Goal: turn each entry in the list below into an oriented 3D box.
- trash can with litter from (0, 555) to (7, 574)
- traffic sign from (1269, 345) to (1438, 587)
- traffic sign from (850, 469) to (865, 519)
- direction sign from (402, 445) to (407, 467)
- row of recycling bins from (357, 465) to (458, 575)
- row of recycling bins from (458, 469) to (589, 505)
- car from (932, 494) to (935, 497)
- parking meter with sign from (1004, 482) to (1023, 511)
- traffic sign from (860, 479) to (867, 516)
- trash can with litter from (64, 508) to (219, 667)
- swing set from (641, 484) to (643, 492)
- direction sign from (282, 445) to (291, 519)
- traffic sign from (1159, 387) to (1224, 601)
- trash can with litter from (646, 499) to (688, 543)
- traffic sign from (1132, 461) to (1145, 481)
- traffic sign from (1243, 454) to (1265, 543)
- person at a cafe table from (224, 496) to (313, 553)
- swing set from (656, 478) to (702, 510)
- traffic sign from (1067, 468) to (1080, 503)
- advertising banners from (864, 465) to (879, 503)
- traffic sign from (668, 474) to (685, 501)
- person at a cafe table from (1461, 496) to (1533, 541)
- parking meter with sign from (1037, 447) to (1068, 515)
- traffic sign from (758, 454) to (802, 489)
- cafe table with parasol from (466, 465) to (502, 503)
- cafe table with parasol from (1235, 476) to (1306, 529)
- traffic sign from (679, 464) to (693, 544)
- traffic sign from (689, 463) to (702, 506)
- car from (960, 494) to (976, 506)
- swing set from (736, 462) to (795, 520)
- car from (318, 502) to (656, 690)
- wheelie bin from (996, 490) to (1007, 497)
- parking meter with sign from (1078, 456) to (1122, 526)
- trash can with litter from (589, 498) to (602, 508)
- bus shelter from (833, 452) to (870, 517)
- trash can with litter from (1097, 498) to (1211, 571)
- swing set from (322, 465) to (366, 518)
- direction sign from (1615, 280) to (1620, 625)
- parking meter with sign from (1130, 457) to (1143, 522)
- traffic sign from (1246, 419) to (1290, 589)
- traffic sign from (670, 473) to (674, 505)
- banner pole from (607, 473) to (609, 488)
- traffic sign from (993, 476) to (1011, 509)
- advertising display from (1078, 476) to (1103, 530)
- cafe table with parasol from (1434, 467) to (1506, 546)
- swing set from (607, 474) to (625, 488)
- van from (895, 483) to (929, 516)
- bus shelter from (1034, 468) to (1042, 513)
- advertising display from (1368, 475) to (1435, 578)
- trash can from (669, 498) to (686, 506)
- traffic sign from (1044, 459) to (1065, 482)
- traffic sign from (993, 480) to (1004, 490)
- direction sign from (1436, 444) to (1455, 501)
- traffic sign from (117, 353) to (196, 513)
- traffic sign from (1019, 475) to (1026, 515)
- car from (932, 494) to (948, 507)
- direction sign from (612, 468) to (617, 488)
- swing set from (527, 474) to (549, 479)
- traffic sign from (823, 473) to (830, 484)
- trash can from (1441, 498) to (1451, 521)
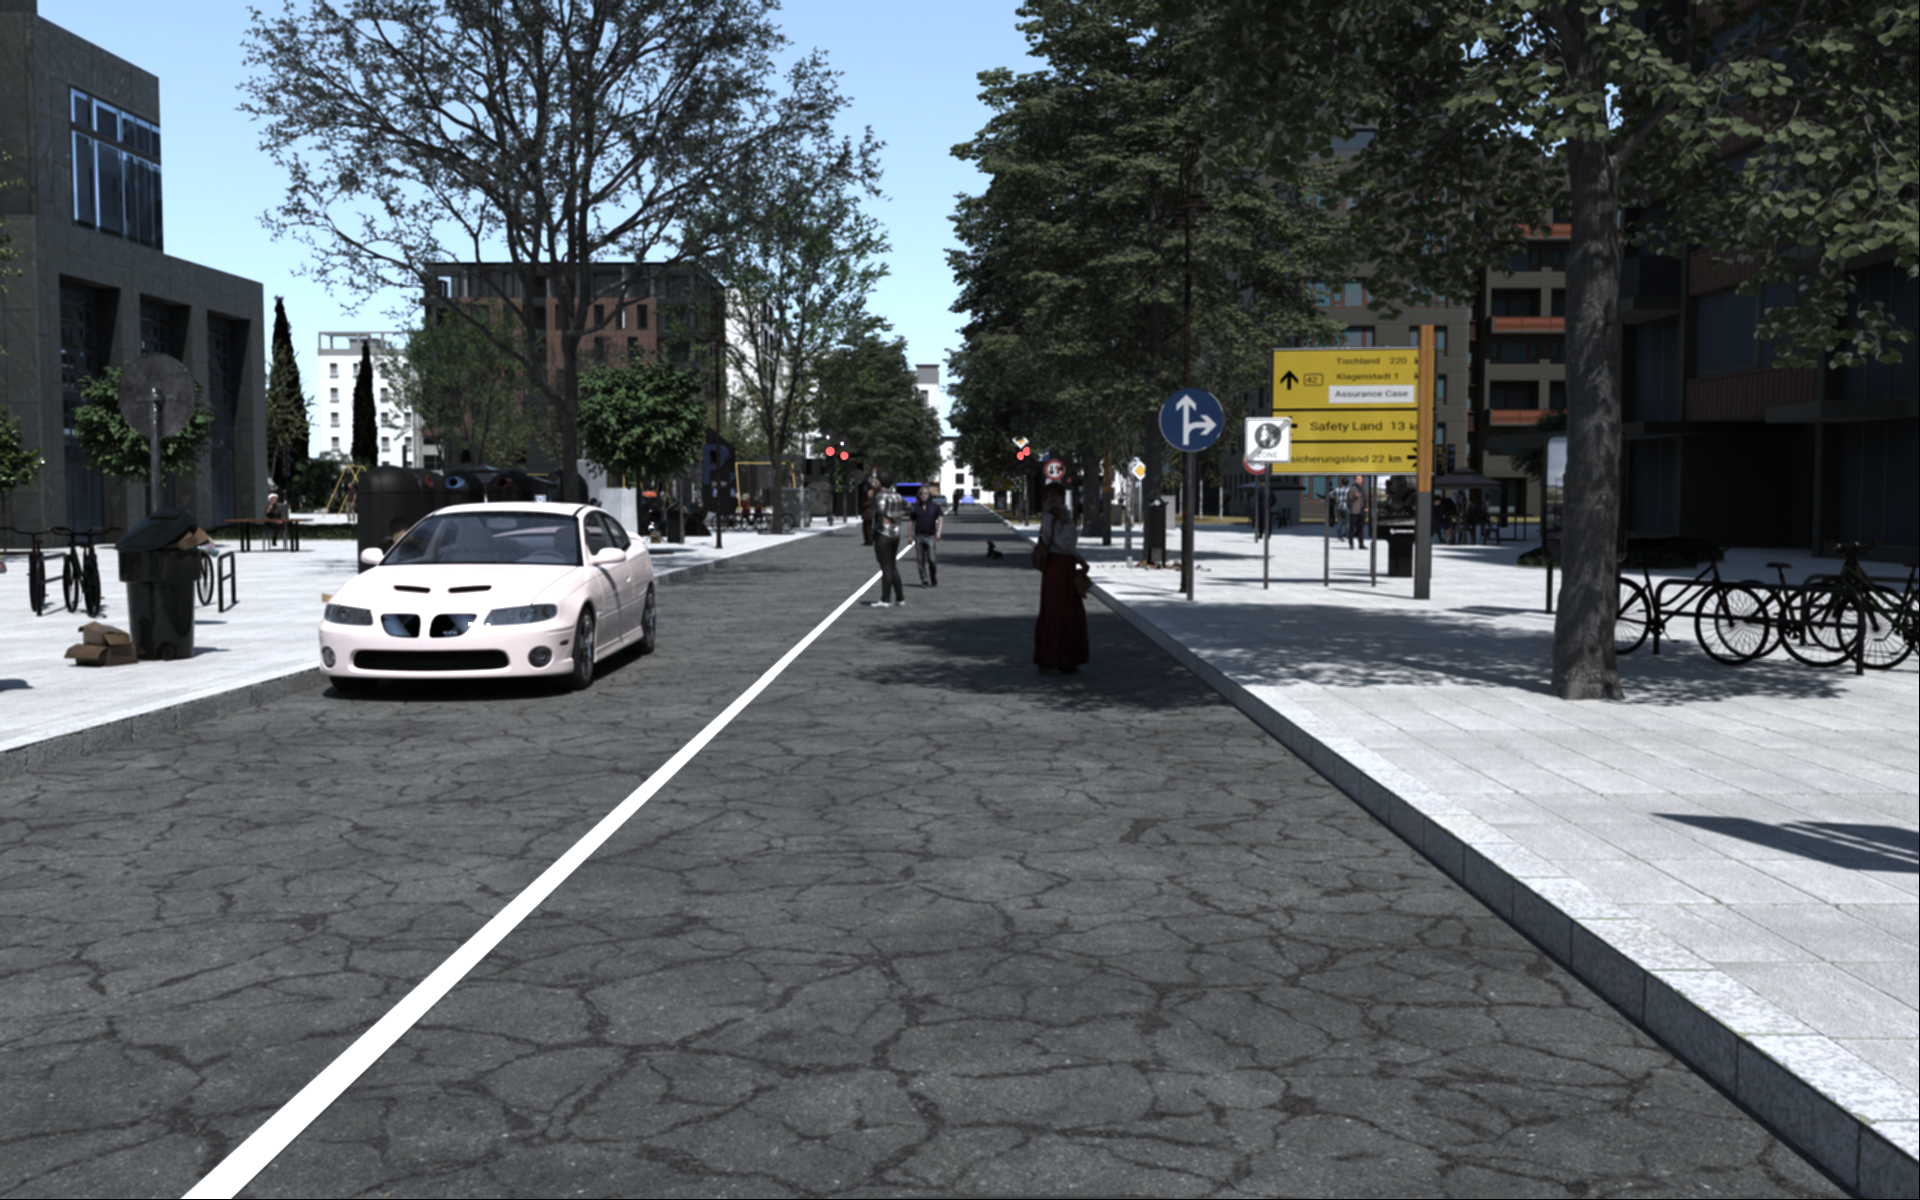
[{"bbox_3d":[-6.545,0.039,10.757,1.055,1.170,0.624,-3,4,-37],"label":"trash can with litter"},{"bbox_3d":[5.412,-1.839,23.936,2.265,3.308,0.079,1,4,8],"label":"traffic sign"},{"bbox_3d":[-5.264,-5.411,88.577,0.768,2.556,0.104,0,4,7],"label":"traffic sign"},{"bbox_3d":[-25.656,-5.388,80.087,0.379,3.537,0.876,-2,4,-28],"label":"direction sign"},{"bbox_3d":[-8.439,-1.166,26.185,1.069,1.692,3.534,-1,4,-8],"label":"row of recycling bins"},{"bbox_3d":[-7.952,-1.333,28.914,3.534,1.692,1.069,0,4,0],"label":"row of recycling bins"},{"bbox_3d":[-2.573,-11.703,201.566,2.015,1.641,3.980,0,4,2],"label":"car"},{"bbox_3d":[4.170,-8.140,129.344,1.738,3.016,0.543,1,4,10],"label":"parking meter with sign"},{"bbox_3d":[-5.935,-6.299,102.996,0.884,2.594,0.081,1,4,9],"label":"traffic sign"},{"bbox_3d":[-6.258,-0.114,13.250,0.624,1.170,1.055,1,4,19],"label":"trash can with litter"},{"bbox_3d":[-24.114,-8.561,137.594,3.119,2.851,2.862,-3,4,-36],"label":"swing set"},{"bbox_3d":[-30.903,-5.352,79.510,0.379,3.537,0.876,-3,5,-42],"label":"direction sign"},{"bbox_3d":[2.770,-1.264,20.777,0.768,2.556,0.104,1,4,8],"label":"traffic sign"},{"bbox_3d":[-7.690,-2.080,45.398,1.055,1.170,0.624,-1,4,-16],"label":"trash can with litter"},{"bbox_3d":[7.124,-4.192,68.271,0.795,2.593,0.064,1,4,9],"label":"traffic sign"},{"bbox_3d":[7.801,-2.775,45.482,0.768,2.556,0.104,0,4,3],"label":"traffic sign"},{"bbox_3d":[-15.398,-1.707,38.778,1.698,1.238,1.726,-1,4,-13],"label":"person at a cafe table"},{"bbox_3d":[-14.674,-5.871,93.618,3.119,2.851,2.862,-2,4,-33],"label":"swing set"},{"bbox_3d":[5.276,-4.802,78.512,0.884,2.594,0.081,0,4,3],"label":"traffic sign"},{"bbox_3d":[-5.809,-6.609,104.243,2.074,3.025,0.090,1,4,23],"label":"advertising banners"},{"bbox_3d":[-10.358,-3.864,63.280,0.768,2.556,0.104,0,4,5],"label":"traffic sign"},{"bbox_3d":[14.824,-2.278,48.109,1.726,1.238,1.698,0,4,4],"label":"person at a cafe table"},{"bbox_3d":[3.487,-4.193,64.822,0.543,3.016,1.738,2,4,28],"label":"parking meter with sign"},{"bbox_3d":[-9.230,-5.817,88.983,2.265,3.308,0.079,0,4,3],"label":"traffic sign"},{"bbox_3d":[-11.120,-2.178,40.469,2.610,1.966,2.610,-1,4,-23],"label":"cafe table with parasol"},{"bbox_3d":[11.684,-3.693,65.254,2.610,1.966,2.610,2,4,29],"label":"cafe table with parasol"},{"bbox_3d":[-7.088,-2.690,44.088,0.768,2.556,0.104,0,4,5],"label":"traffic sign"},{"bbox_3d":[-10.459,-4.222,69.143,0.768,2.556,0.104,0,4,2],"label":"traffic sign"},{"bbox_3d":[0.963,-12.400,212.328,1.945,1.707,3.694,0,3,0],"label":"car"},{"bbox_3d":[-9.622,-5.418,86.199,3.119,2.851,2.862,-1,4,-16],"label":"swing set"},{"bbox_3d":[-3.672,-0.111,14.173,2.083,1.381,4.827,0,4,-1],"label":"car"},{"bbox_3d":[3.509,-8.424,145.633,0.980,1.594,0.693,1,4,11],"label":"wheelie bin"},{"bbox_3d":[5.659,-4.500,69.832,1.738,3.016,0.543,1,4,18],"label":"parking meter with sign"},{"bbox_3d":[-6.345,-1.210,30.845,1.678,1.210,2.233,0,4,-2],"label":"trash can with litter"},{"bbox_3d":[-6.198,-6.608,99.317,1.731,3.624,6.357,0,4,0],"label":"bus shelter"},{"bbox_3d":[3.472,-1.139,29.673,1.678,1.210,2.233,-1,4,-23],"label":"trash can with litter"},{"bbox_3d":[-33.314,-5.979,95.368,2.862,2.851,3.119,0,4,-4],"label":"swing set"},{"bbox_3d":[6.261,-1.526,16.946,0.379,3.537,0.876,3,4,38],"label":"direction sign"},{"bbox_3d":[8.120,-5.093,79.531,0.543,3.016,1.738,0,4,-1],"label":"parking meter with sign"},{"bbox_3d":[4.125,-1.294,23.289,0.606,2.300,0.079,0,4,2],"label":"traffic sign"},{"bbox_3d":[-7.651,-2.806,45.991,0.768,2.556,0.104,0,4,2],"label":"traffic sign"},{"bbox_3d":[-16.018,-5.366,77.750,0.863,3.779,0.401,-1,4,-18],"label":"banner pole"},{"bbox_3d":[3.906,-9.370,147.066,2.265,3.308,0.079,0,4,7],"label":"traffic sign"},{"bbox_3d":[4.601,-3.400,60.803,0.974,1.923,0.123,2,4,26],"label":"advertising display"},{"bbox_3d":[12.719,-2.376,43.715,2.610,1.966,2.610,-1,4,-12],"label":"cafe table with parasol"},{"bbox_3d":[-23.553,-7.155,114.601,3.119,2.851,2.862,-1,4,-14],"label":"swing set"},{"bbox_3d":[-2.586,-5.468,93.778,2.240,2.365,5.245,0,4,1],"label":"van"},{"bbox_3d":[5.649,-8.080,123.398,1.731,3.624,6.357,0,4,0],"label":"bus shelter"},{"bbox_3d":[6.780,-1.309,26.610,0.974,1.923,0.123,1,4,17],"label":"advertising display"},{"bbox_3d":[-11.411,-3.572,70.058,0.748,1.137,0.748,0,3,0],"label":"trash can"},{"bbox_3d":[3.483,-3.895,63.794,0.768,2.556,0.104,0,4,6],"label":"traffic sign"},{"bbox_3d":[3.233,-8.945,146.259,0.884,2.594,0.081,0,4,2],"label":"traffic sign"},{"bbox_3d":[22.023,-5.304,78.723,0.876,3.537,0.379,0,4,6],"label":"direction sign"},{"bbox_3d":[-7.277,-0.953,15.683,0.768,2.556,0.104,1,4,9],"label":"traffic sign"},{"bbox_3d":[3.975,-6.560,107.367,0.768,2.556,0.104,0,4,4],"label":"traffic sign"},{"bbox_3d":[-2.283,-10.791,188.430,2.014,1.417,4.499,0,4,0],"label":"car"},{"bbox_3d":[-13.055,-4.472,65.112,0.379,3.537,0.876,0,4,7],"label":"direction sign"},{"bbox_3d":[-33.401,-8.544,137.320,2.862,2.851,3.119,2,4,29],"label":"swing set"},{"bbox_3d":[-7.688,-6.228,101.930,0.768,2.556,0.104,0,4,5],"label":"traffic sign"},{"bbox_3d":[18.889,-3.437,67.856,0.748,1.137,0.748,0,3,0],"label":"trash can"}]
